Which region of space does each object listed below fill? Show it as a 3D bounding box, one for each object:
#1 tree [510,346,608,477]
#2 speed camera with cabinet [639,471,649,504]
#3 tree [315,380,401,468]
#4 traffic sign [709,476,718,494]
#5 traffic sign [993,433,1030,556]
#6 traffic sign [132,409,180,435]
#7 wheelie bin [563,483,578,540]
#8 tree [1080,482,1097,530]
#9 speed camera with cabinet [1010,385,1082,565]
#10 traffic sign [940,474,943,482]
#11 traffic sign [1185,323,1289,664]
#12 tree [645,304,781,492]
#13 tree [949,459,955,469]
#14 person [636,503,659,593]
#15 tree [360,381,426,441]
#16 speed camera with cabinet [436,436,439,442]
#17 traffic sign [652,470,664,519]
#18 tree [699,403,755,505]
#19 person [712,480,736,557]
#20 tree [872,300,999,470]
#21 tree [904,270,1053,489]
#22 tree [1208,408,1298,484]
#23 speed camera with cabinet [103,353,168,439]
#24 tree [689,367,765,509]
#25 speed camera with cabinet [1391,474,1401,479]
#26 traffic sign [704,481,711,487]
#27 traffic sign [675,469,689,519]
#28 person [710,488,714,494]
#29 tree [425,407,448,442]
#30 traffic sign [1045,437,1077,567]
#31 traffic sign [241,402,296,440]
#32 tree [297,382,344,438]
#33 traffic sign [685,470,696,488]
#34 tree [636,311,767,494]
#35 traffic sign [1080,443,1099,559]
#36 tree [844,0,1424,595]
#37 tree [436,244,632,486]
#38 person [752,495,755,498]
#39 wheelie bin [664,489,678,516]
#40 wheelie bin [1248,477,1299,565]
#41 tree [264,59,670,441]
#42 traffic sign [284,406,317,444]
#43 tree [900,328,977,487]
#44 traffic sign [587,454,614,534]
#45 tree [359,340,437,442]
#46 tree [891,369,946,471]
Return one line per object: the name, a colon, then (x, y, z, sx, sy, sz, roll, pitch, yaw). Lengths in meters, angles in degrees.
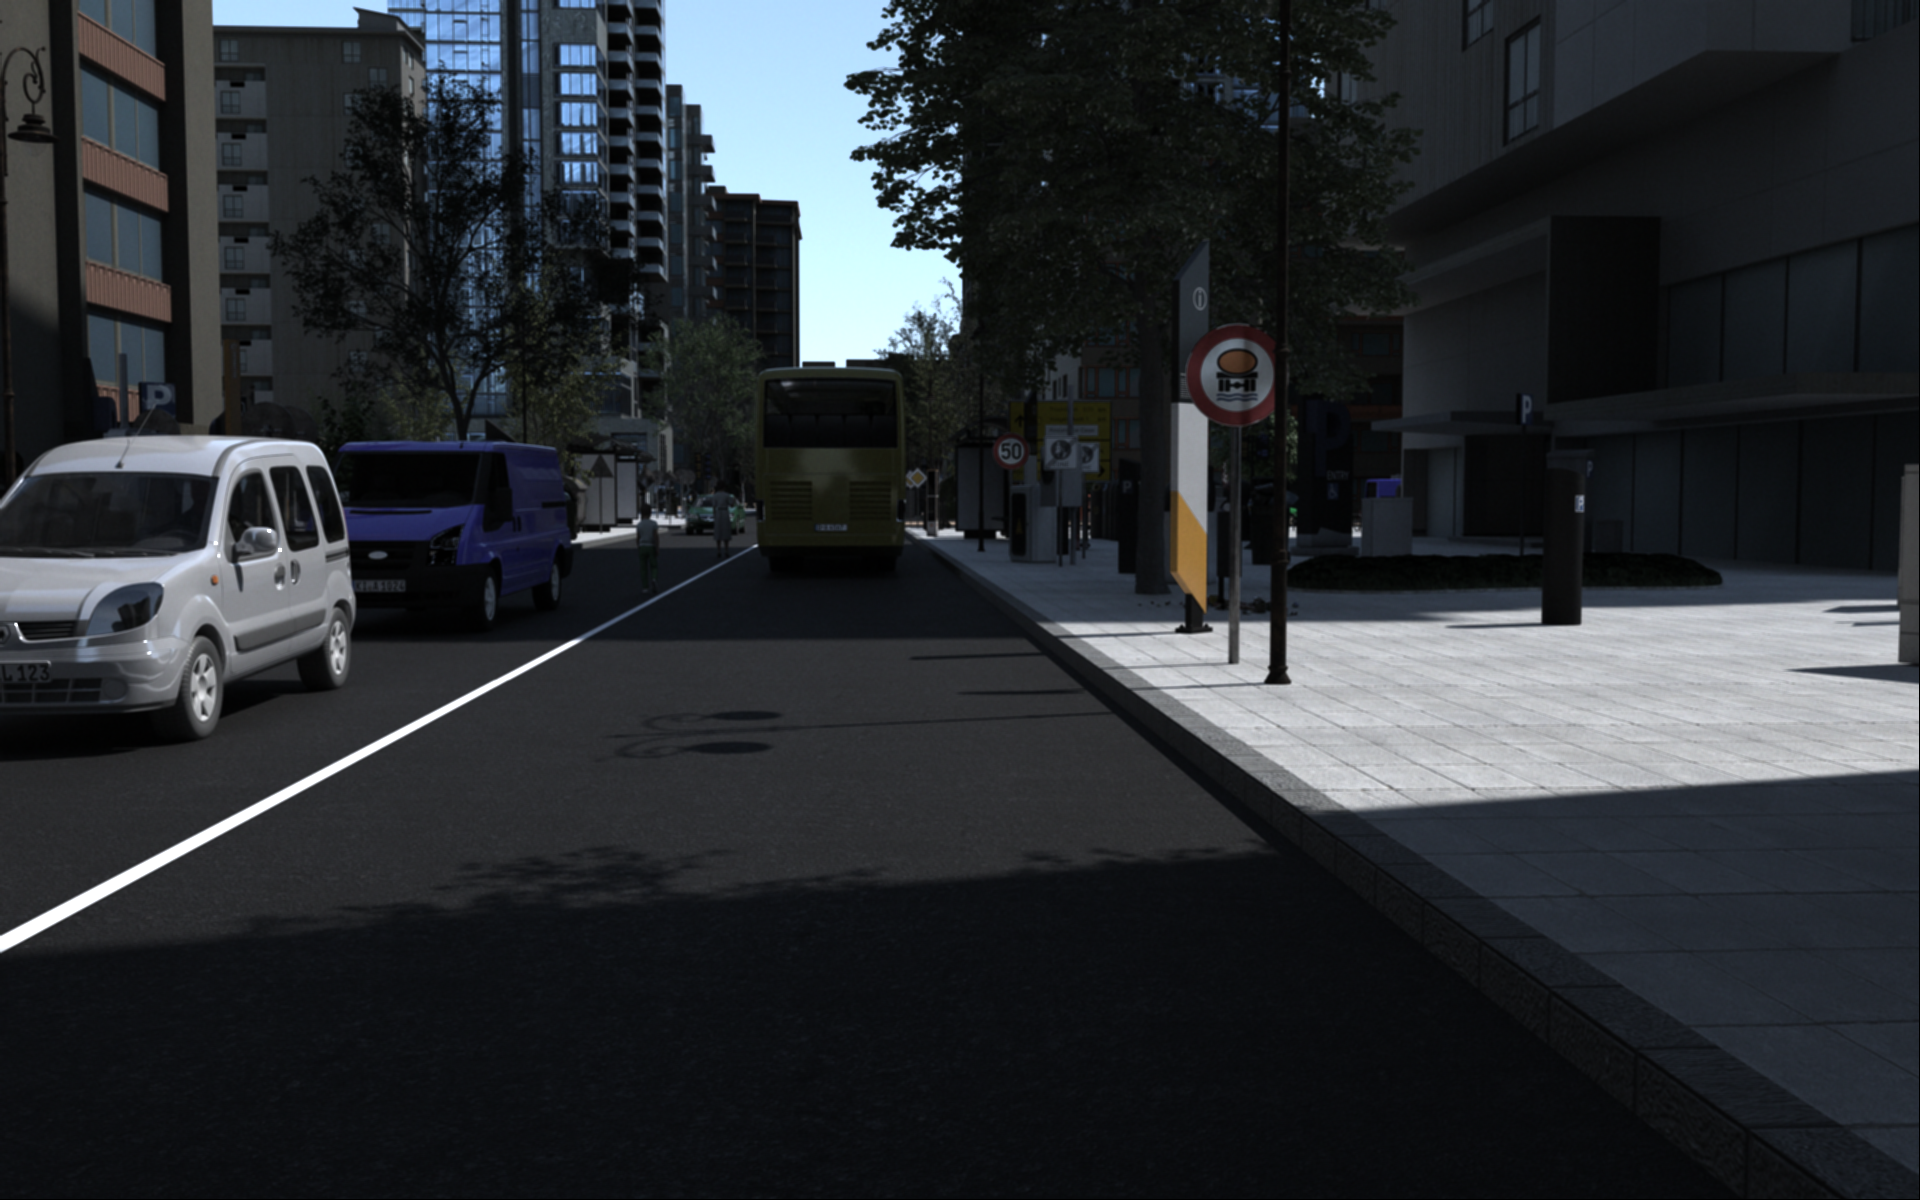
tree: (-19.258, -8.179, 84.089, 4.360, 8.622, 3.978, 0, 3, 0)
speed camera with cabinet: (-26.882, -9.277, 146.012, 0.660, 3.252, 2.038, 1, 4, 13)
tree: (-10.290, -2.136, 29.526, 1.663, 3.219, 1.824, 0, 3, 0)
traffic sign: (-17.321, -7.421, 121.433, 0.768, 2.556, 0.104, 0, 4, 6)
traffic sign: (1.063, -2.196, 36.009, 0.768, 2.556, 0.104, 0, 4, 1)
traffic sign: (-12.015, -1.576, 25.874, 0.768, 2.556, 0.104, 0, 4, 5)
wheelie bin: (-11.051, -2.470, 48.299, 0.693, 1.594, 0.980, -2, 4, -27)
tree: (4.435, -4.146, 62.380, 1.663, 3.219, 1.824, 0, 3, 0)
speed camera with cabinet: (1.573, -2.306, 32.045, 0.660, 3.252, 2.038, -1, 4, -22)
traffic sign: (-1.337, -6.560, 107.357, 0.768, 2.556, 0.104, 0, 4, -3)
traffic sign: (2.072, -0.790, 13.029, 0.768, 2.556, 0.104, 0, 4, 4)
tree: (-15.372, -12.301, 111.483, 12.009, 13.543, 11.850, 0, 3, 0)
tree: (0.729, -8.876, 128.833, 4.285, 4.588, 4.351, 0, 3, 0)
person: (-4.489, -0.745, 24.930, 0.306, 1.304, 0.590, -1, 4, -20)
tree: (-36.327, -9.653, 108.192, 4.360, 8.622, 3.978, 0, 3, 0)
speed camera with cabinet: (-17.782, -3.939, 58.745, 0.660, 3.252, 2.038, 0, 4, 5)
traffic sign: (-15.889, -5.551, 90.864, 0.768, 2.556, 0.104, 0, 4, 1)
tree: (-17.220, -10.827, 127.380, 4.360, 8.622, 3.978, 0, 3, 0)
person: (-5.360, -1.855, 39.391, 0.480, 1.755, 0.524, 1, 4, 8)
tree: (-1.539, -9.154, 84.074, 7.601, 10.594, 8.767, -1, 4, -22)
tree: (0.630, -6.446, 55.751, 4.360, 8.622, 3.978, 0, 3, 0)
tree: (9.757, -4.397, 55.608, 4.285, 4.588, 4.351, 0, 3, 0)
speed camera with cabinet: (-11.085, -1.837, 24.374, 2.038, 3.252, 0.660, 2, 4, 24)
tree: (-18.588, -14.404, 152.507, 9.611, 12.733, 9.660, 0, 3, 0)
speed camera with cabinet: (31.124, -7.762, 121.245, 2.038, 3.252, 0.660, 0, 4, 6)
traffic sign: (-17.872, -7.558, 123.674, 0.768, 2.556, 0.104, 0, 4, 6)
traffic sign: (-14.131, -5.376, 88.010, 0.768, 2.556, 0.104, 0, 4, -3)
person: (-10.392, -3.862, 72.646, 0.512, 1.701, 0.522, 2, 4, 23)
tree: (-43.123, -11.506, 138.477, 4.360, 8.622, 3.978, 0, 3, 0)
traffic sign: (1.777, -1.738, 30.544, 0.606, 2.300, 0.079, 0, 4, 2)
traffic sign: (-9.551, -1.455, 23.900, 0.768, 2.556, 0.104, 0, 4, -2)
tree: (-42.251, -9.949, 113.022, 4.737, 8.622, 4.395, 0, 3, 0)
traffic sign: (-14.300, -5.572, 91.202, 0.768, 2.556, 0.104, 0, 4, 2)
tree: (-14.651, -10.624, 99.453, 9.928, 11.665, 9.643, 0, 3, 0)
traffic sign: (2.452, -1.966, 34.273, 0.606, 2.300, 0.079, 0, 4, 2)
tree: (2.042, -6.351, 21.970, 7.486, 12.596, 7.792, 0, 3, 0)
tree: (-12.084, -6.145, 50.839, 4.737, 8.622, 4.395, 0, 3, 0)
person: (-27.551, -13.413, 227.880, 0.705, 1.814, 1.350, 3, 4, 37)
wheelie bin: (-17.237, -5.859, 103.703, 0.693, 1.594, 0.980, 3, 4, 38)
wheelie bin: (5.673, -1.445, 31.526, 0.980, 1.594, 0.693, 2, 4, 25)
tree: (-10.433, -6.259, 36.754, 8.767, 10.594, 7.601, -1, 4, -14)
traffic sign: (-9.661, -1.524, 25.018, 0.768, 2.556, 0.104, 0, 4, 1)
tree: (-0.947, -7.698, 76.219, 4.737, 8.622, 4.395, 0, 3, 0)
traffic sign: (-11.603, -3.420, 55.921, 0.884, 2.594, 0.081, 0, 4, 3)
tree: (-23.873, -7.814, 78.128, 4.737, 8.622, 4.395, 0, 3, 0)
tree: (-4.739, -13.090, 139.782, 9.928, 11.665, 9.643, 0, 3, 0)
